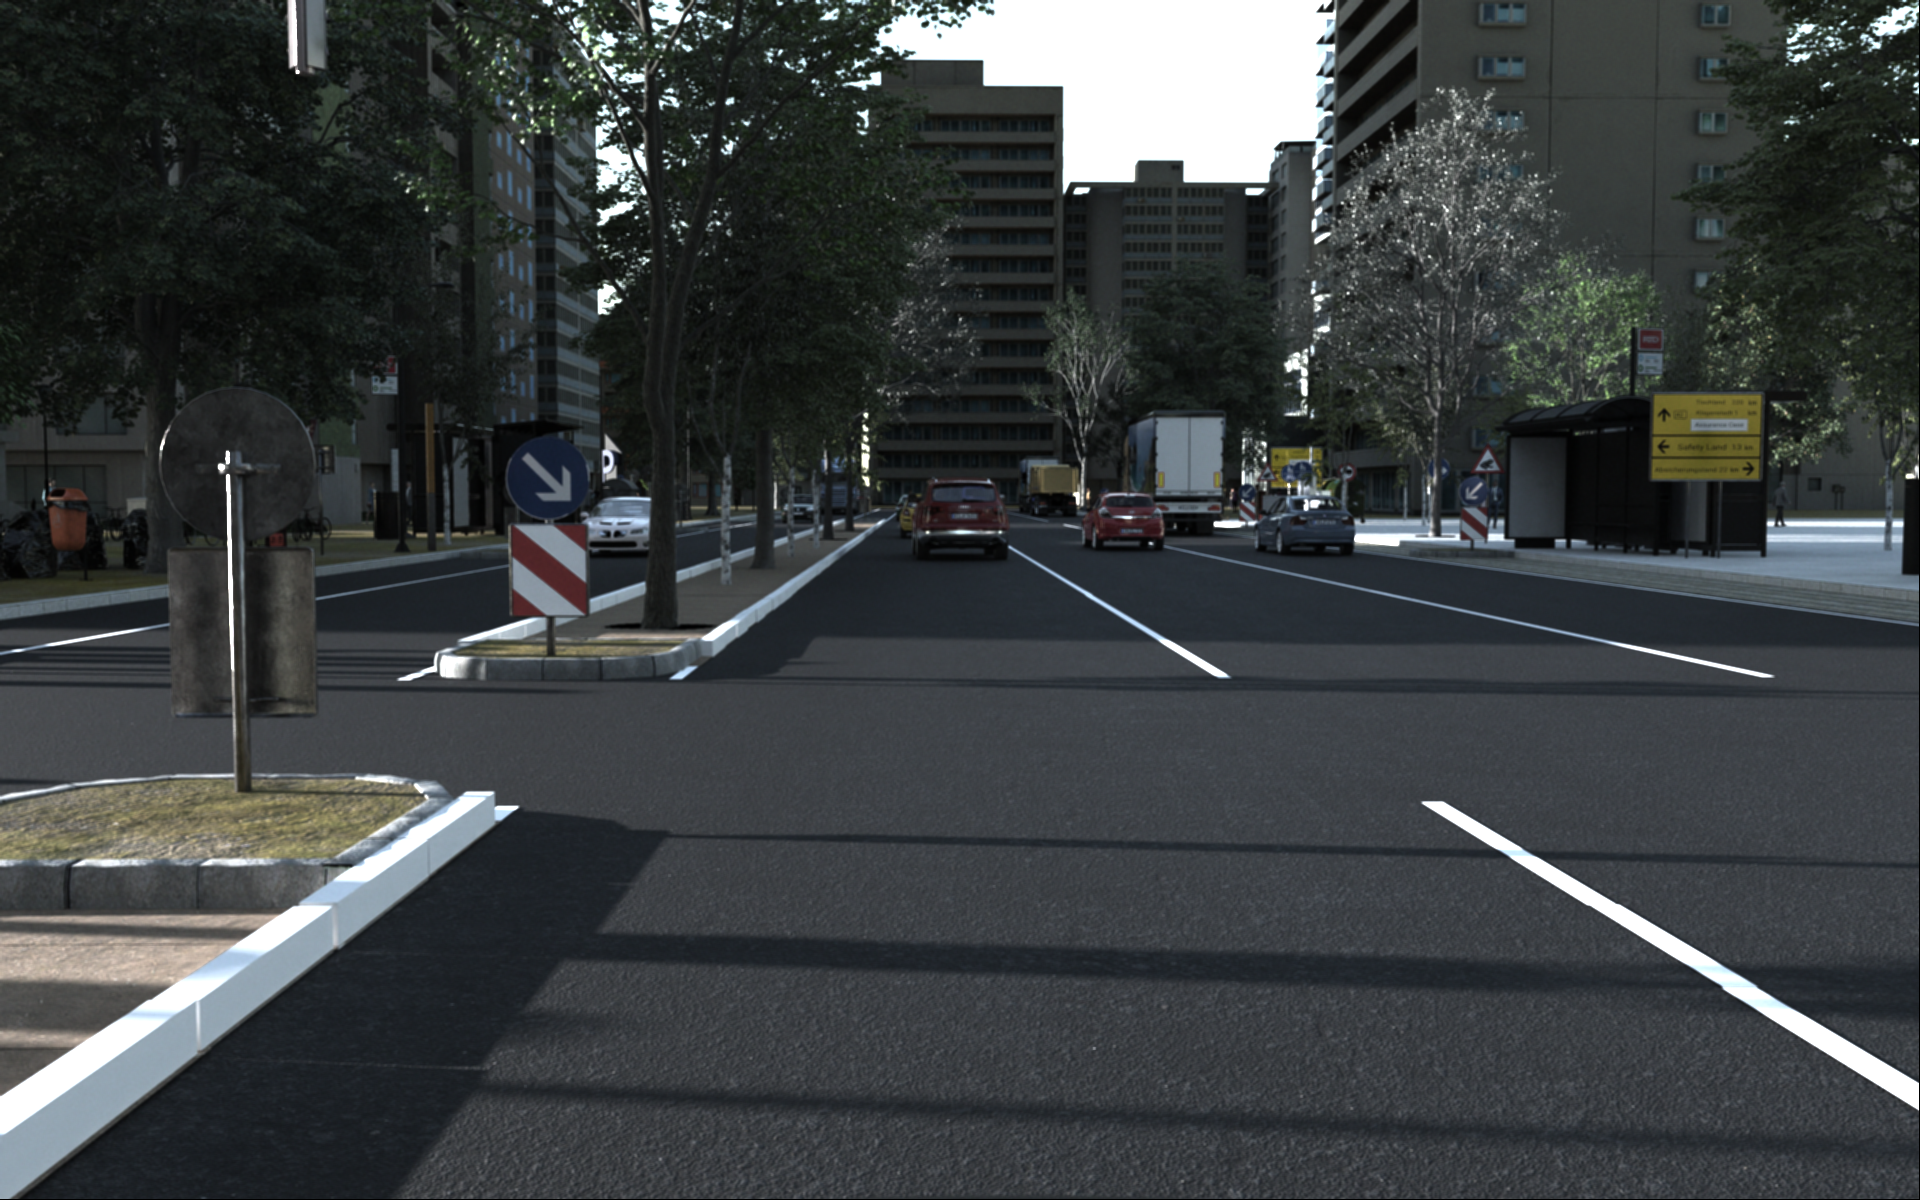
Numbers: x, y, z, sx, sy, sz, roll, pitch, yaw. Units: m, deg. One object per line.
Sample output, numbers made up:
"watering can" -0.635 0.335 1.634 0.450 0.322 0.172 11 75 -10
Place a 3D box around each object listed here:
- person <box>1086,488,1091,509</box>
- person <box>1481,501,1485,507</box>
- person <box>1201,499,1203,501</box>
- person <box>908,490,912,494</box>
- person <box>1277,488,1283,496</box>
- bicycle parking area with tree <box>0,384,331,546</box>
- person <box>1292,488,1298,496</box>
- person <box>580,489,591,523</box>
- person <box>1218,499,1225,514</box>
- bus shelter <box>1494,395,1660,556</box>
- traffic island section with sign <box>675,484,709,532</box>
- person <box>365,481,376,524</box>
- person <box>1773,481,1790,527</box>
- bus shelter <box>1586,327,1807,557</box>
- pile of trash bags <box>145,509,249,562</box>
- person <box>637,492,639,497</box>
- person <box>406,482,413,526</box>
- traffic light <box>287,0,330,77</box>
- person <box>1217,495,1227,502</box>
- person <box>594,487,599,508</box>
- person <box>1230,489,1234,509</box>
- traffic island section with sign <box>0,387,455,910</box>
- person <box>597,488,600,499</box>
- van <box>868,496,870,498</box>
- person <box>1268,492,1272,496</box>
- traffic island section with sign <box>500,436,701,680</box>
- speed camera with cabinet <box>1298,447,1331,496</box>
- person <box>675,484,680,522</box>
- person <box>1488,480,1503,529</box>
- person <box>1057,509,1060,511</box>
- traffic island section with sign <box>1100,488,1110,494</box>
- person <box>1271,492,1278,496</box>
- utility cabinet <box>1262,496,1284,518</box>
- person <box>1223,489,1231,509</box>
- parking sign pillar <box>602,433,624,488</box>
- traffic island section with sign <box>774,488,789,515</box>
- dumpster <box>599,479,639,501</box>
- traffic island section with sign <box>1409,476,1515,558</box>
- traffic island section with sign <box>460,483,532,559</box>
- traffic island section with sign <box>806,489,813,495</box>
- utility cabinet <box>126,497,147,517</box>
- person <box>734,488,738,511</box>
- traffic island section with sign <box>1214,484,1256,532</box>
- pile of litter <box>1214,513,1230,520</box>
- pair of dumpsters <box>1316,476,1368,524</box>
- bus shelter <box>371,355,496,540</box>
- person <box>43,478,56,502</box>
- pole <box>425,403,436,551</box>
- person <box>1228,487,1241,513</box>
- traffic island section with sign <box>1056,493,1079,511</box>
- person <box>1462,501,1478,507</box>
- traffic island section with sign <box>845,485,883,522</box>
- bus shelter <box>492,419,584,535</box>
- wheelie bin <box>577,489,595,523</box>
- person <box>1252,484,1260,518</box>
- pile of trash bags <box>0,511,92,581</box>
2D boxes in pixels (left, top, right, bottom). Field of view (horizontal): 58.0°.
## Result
"person" 11.281 -8.909 151.797 0.705 1.812 1.348 -1 4 -9
"person" 29.404 -5.519 96.944 0.551 1.740 0.621 -2 4 -33
"person" 14.238 -5.751 100.997 0.530 1.710 0.541 -2 4 -24
"person" -4.457 -9.059 156.623 0.705 1.822 1.348 -1 4 -22
"person" 24.069 -7.544 130.075 0.721 1.739 1.217 3 4 39
"bicycle parking area with tree" -21.484 -3.568 45.342 8.231 4.147 9.016 1 4 15
"person" 20.597 -6.111 105.959 0.705 1.824 1.348 -1 4 -11
"person" -14.340 -3.653 65.968 0.583 1.804 0.606 0 4 7
"person" 16.243 -6.255 108.838 0.750 1.759 0.617 0 4 -1
"bus shelter" 13.723 -2.719 38.384 2.014 3.302 5.546 0 4 -1
"traffic island section with sign" -10.647 -3.511 66.028 1.989 1.847 2.006 0 4 -1
"person" -25.091 -4.149 73.908 0.654 1.822 0.581 2 4 34
"person" 32.418 -3.782 68.277 0.834 1.777 0.661 -2 4 -26
"bus shelter" 15.996 -3.775 39.352 2.179 5.291 8.768 0 4 -1
"pile of trash bags" -13.972 -1.243 30.082 3.447 1.369 1.912 -1 4 -12
"person" -31.055 -9.722 165.681 1.217 1.739 0.721 3 5 44
"person" -21.912 -3.815 68.813 0.661 1.777 0.834 1 4 18
"traffic light" -7.699 -2.431 14.422 4.771 5.953 1.251 0 4 -1
"person" 21.659 -8.490 144.485 1.348 1.869 0.705 1 4 22
"person" -26.663 -7.408 127.183 1.348 1.822 0.705 1 4 20
"person" 23.623 -8.736 149.415 0.617 1.759 0.750 -3 5 -42
"traffic island section with sign" -3.094 0.077 6.870 2.006 1.907 1.989 0 4 -1
"person" -23.693 -6.611 114.951 0.721 1.723 1.217 2 4 29
"van" -9.596 -9.687 165.389 2.013 2.044 4.112 0 4 0
"person" 22.686 -7.118 125.614 0.799 1.438 0.628 -2 4 -27
"traffic island section with sign" -3.248 -0.375 14.276 2.006 1.907 1.989 0 4 -1
"speed camera with cabinet" 14.919 -4.807 72.928 0.660 3.252 2.038 3 4 37
"person" -13.315 -4.533 80.377 0.641 1.798 0.478 -3 5 -41
"person" 19.788 -3.551 64.284 0.721 1.800 0.419 1 4 15
"person" 8.152 -8.147 141.847 1.348 1.807 0.705 3 5 40
"traffic island section with sign" 9.645 -6.667 117.635 1.989 1.847 2.006 0 4 -1
"person" 20.221 -6.243 111.297 0.628 1.438 0.799 1 4 17
"utility cabinet" 12.825 -3.626 70.446 1.020 1.237 0.306 2 4 24
"person" 23.169 -8.879 151.743 1.217 1.766 0.721 -1 4 -14
"parking sign pillar" -15.315 -5.372 76.303 1.447 3.967 1.447 -3 5 -44
"traffic island section with sign" -11.740 -6.597 116.484 1.989 1.847 2.006 0 4 -1
"dumpster" -12.888 -3.652 65.465 1.264 1.857 1.865 0 4 -1
"traffic island section with sign" 11.378 -1.891 39.542 1.989 1.847 2.006 0 4 -1
"traffic island section with sign" -10.045 -1.862 39.080 1.989 1.847 2.006 0 4 -1
"traffic island section with sign" -12.350 -8.245 143.432 1.989 1.847 2.006 0 4 -1
"utility cabinet" -14.743 -1.252 31.628 1.020 1.237 0.306 2 4 26
"person" -17.495 -7.830 134.783 0.721 1.735 1.217 -1 4 -10
"traffic island section with sign" 10.777 -3.539 66.490 1.989 1.847 2.006 0 4 -1
"pile of litter" 12.872 -4.419 86.209 1.176 0.858 1.719 1 4 17
"pair of dumpsters" 16.980 -4.584 77.449 1.574 2.255 4.437 0 4 -1
"bus shelter" -15.969 -4.596 52.778 2.179 5.291 8.768 0 4 -1
"person" -31.211 -3.262 59.402 0.620 1.820 0.660 0 4 2
"pole" -11.944 -2.766 39.074 0.158 3.312 0.155 0 3 0
"person" 18.646 -6.781 117.600 0.721 1.739 1.217 -3 4 -37
"traffic island section with sign" 9.028 -8.361 145.326 1.989 1.847 2.006 0 4 -1
"person" 19.507 -3.682 66.261 0.660 1.820 0.620 1 4 18
"traffic island section with sign" -4.917 -4.970 89.396 2.006 1.907 1.989 0 4 -1
"bus shelter" -13.921 -4.049 57.479 1.731 3.624 6.357 0 4 -1
"wheelie bin" -16.033 -4.058 74.258 0.693 1.594 0.980 1 4 11
"person" 16.273 -5.417 94.614 0.705 1.824 1.348 3 5 41
"pile of trash bags" -14.353 -0.999 26.087 3.447 1.369 1.912 2 4 26
